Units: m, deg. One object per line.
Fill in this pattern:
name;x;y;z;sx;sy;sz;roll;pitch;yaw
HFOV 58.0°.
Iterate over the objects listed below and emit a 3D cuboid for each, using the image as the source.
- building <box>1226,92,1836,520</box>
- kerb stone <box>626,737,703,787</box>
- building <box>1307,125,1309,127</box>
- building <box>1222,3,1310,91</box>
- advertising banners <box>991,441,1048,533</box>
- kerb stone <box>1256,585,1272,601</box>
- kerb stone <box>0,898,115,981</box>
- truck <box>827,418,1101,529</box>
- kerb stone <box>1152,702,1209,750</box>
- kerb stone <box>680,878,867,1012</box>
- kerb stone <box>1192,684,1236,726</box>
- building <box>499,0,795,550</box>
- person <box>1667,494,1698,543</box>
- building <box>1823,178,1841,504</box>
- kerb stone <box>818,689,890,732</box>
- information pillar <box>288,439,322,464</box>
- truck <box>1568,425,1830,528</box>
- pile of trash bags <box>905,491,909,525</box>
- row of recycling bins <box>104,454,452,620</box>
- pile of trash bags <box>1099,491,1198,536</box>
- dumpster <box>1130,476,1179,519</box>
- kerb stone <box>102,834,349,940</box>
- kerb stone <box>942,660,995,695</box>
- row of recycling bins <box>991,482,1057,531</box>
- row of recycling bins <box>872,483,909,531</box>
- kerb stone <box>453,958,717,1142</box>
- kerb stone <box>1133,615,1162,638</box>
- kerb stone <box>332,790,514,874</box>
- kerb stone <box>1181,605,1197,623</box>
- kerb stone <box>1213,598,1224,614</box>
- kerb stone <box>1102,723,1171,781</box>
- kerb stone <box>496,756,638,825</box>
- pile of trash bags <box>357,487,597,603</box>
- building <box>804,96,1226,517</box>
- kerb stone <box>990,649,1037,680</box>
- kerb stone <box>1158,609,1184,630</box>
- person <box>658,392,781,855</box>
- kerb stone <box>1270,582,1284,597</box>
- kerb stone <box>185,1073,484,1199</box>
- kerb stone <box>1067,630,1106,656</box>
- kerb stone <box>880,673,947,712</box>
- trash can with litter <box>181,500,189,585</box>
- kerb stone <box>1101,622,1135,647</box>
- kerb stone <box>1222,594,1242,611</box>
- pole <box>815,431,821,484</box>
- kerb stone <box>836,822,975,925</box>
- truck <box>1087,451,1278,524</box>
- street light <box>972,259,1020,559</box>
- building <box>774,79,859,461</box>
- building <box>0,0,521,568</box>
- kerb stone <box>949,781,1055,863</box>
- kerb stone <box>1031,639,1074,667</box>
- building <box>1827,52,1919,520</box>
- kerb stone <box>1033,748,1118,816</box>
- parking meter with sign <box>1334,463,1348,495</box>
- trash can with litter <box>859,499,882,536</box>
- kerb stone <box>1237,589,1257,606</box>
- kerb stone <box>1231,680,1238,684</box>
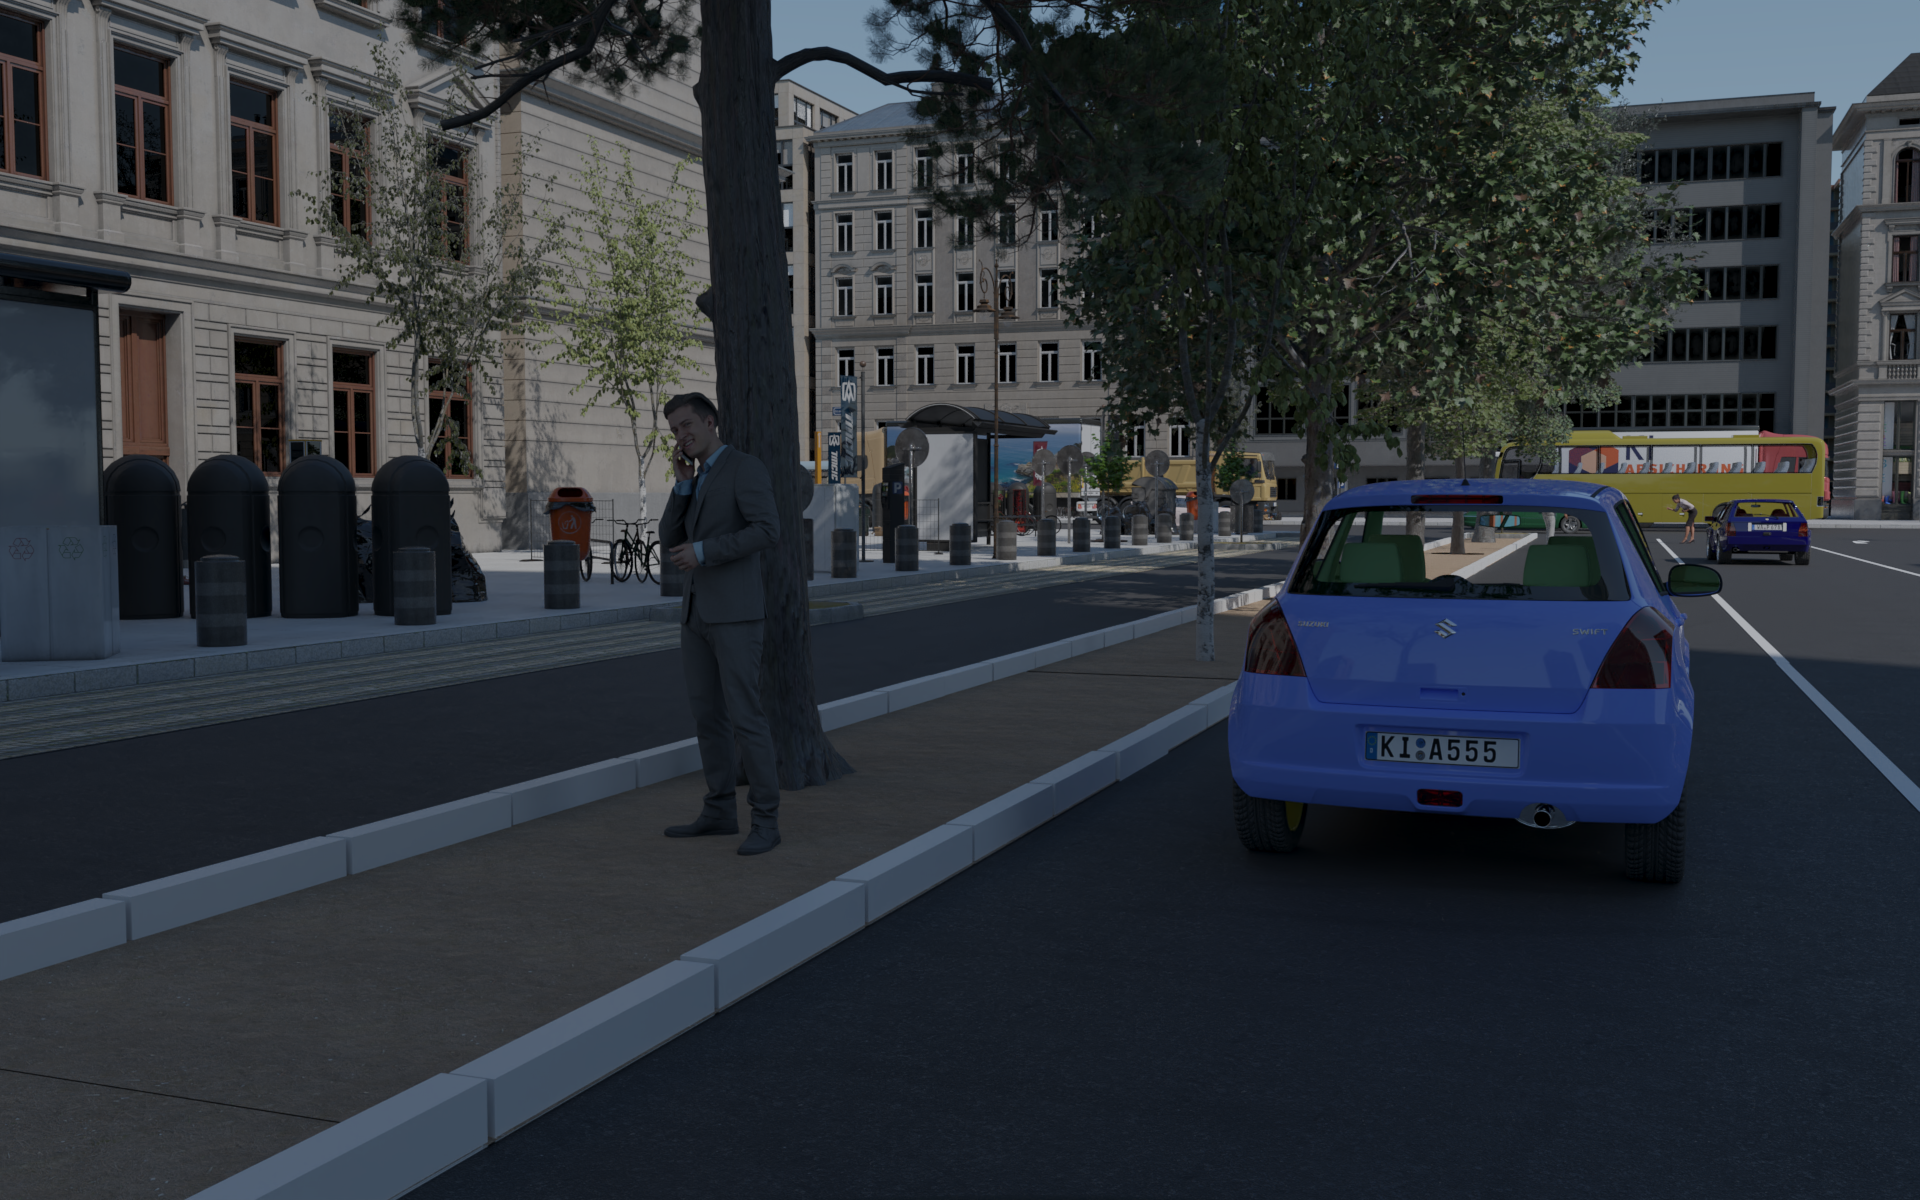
building;30.643;-16.905;95.461;30.058;24.678;14.314;1;4;21
kerb stone;-1.431;0.814;8.880;0.120;0.150;1.000;1;4;21
building;20.348;-28.938;165.024;32.217;40.220;23.993;1;4;21
building;33.677;-53.953;194.800;31.000;86.520;22.319;1;4;21
advertising banners;1.956;-3.750;57.493;2.074;3.025;0.090;2;4;26
kerb stone;4.009;-0.066;23.312;0.120;0.150;1.000;1;4;21
kerb stone;-2.876;1.056;5.044;0.120;0.150;1.000;1;4;21
truck;-0.295;-4.765;66.826;11.283;4.237;2.839;1;4;22
kerb stone;1.268;0.745;10.092;0.120;0.150;1.000;1;4;21
kerb stone;-0.546;1.037;5.272;0.120;0.150;1.000;1;4;21
kerb stone;1.634;0.681;11.069;0.120;0.150;1.000;1;4;21
building;-17.992;-15.993;48.878;23.554;28.519;14.401;1;4;21
person;20.964;-2.356;50.203;0.799;1.438;0.628;-3;4;-37
building;125.264;-35.455;234.313;28.867;44.769;22.147;1;4;21
kerb stone;-0.704;0.701;10.803;0.120;0.150;1.000;1;4;21
information pillar;-8.826;-1.157;23.408;0.304;2.012;0.304;2;4;24
truck;30.762;-5.105;72.379;11.283;4.237;2.839;1;4;20
pile of trash bags;-0.937;-2.903;57.211;1.912;1.369;3.447;3;5;41
row of recycling bins;-7.161;-0.678;18.191;3.534;1.692;1.069;-1;4;-10
pile of trash bags;6.226;-2.748;54.683;3.447;1.369;1.912;-2;4;-27
dumpster;6.437;-3.170;57.588;1.264;1.857;1.865;1;4;21
kerb stone;-2.518;0.990;6.004;0.120;0.150;1.000;1;4;21
kerb stone;0.013;0.585;12.724;0.120;0.150;1.000;1;4;21
row of recycling bins;1.629;-3.265;60.499;3.534;1.692;1.069;1;4;10
row of recycling bins;-2.312;-3.278;60.704;1.069;1.692;3.534;1;4;14
kerb stone;-0.907;1.102;4.313;0.120;0.150;1.000;1;4;21
kerb stone;1.838;0.285;17.531;0.120;0.150;1.000;1;4;21
kerb stone;-2.152;0.932;6.961;0.120;0.150;1.000;1;4;21
kerb stone;2.557;0.167;19.467;0.120;0.150;1.000;1;4;21
kerb stone;2.917;0.114;20.428;0.120;0.150;1.000;1;4;21
kerb stone;0.919;0.800;9.123;0.120;0.150;1.000;1;4;21
kerb stone;-1.799;0.873;7.924;0.120;0.150;1.000;1;4;21
pile of trash bags;-6.209;-0.702;21.232;3.447;1.369;1.912;-1;4;-12
building;4.614;-18.791;104.503;25.104;27.353;12.463;1;4;21
kerb stone;0.378;0.524;13.682;0.120;0.150;1.000;1;4;21
kerb stone;2.192;0.225;18.509;0.120;0.150;1.000;1;4;21
person;-1.002;0.078;7.039;0.447;1.846;0.655;-3;5;-43
kerb stone;4.367;-0.127;24.273;0.120;0.150;1.000;1;4;21
kerb stone;-1.269;1.152;3.353;0.120;0.150;1.000;1;4;21
kerb stone;1.100;0.403;15.614;0.120;0.150;1.000;1;4;21
kerb stone;-0.340;0.638;11.761;0.120;0.150;1.000;1;4;21
trash can with litter;-11.290;-0.834;24.698;2.233;1.210;1.678;-3;5;-40
kerb stone;1.467;0.344;16.575;0.120;0.150;1.000;1;4;21
kerb stone;3.284;0.054;21.385;0.120;0.150;1.000;1;4;21
pole;-4.628;-3.833;56.505;0.158;3.312;0.155;0;3;0
kerb stone;-0.184;0.976;6.238;0.120;0.150;1.000;1;4;21
truck;10.482;-5.135;79.877;9.791;3.379;3.469;1;4;22
street light;0.717;-3.757;34.220;0.468;5.910;1.993;1;4;21
building;-21.869;-19.211;118.609;34.151;26.468;19.350;1;4;21
building;-18.210;-11.874;30.296;11.583;22.565;21.152;1;4;21
kerb stone;0.177;0.917;7.197;0.120;0.150;1.000;1;4;21
kerb stone;0.738;0.466;14.650;0.120;0.150;1.000;1;4;21
building;54.269;-15.705;85.652;19.941;23.489;11.050;1;4;21
kerb stone;0.541;0.858;8.162;0.120;0.150;1.000;1;4;21
parking meter with sign;18.112;-5.242;81.971;0.543;3.016;1.738;1;4;21
trash can with litter;-2.772;-2.536;52.850;1.055;1.170;0.624;0;4;-8
kerb stone;3.644;-0.010;22.352;0.120;0.150;1.000;1;4;21
kerb stone;2.006;0.624;12.024;0.120;0.150;1.000;1;4;21
